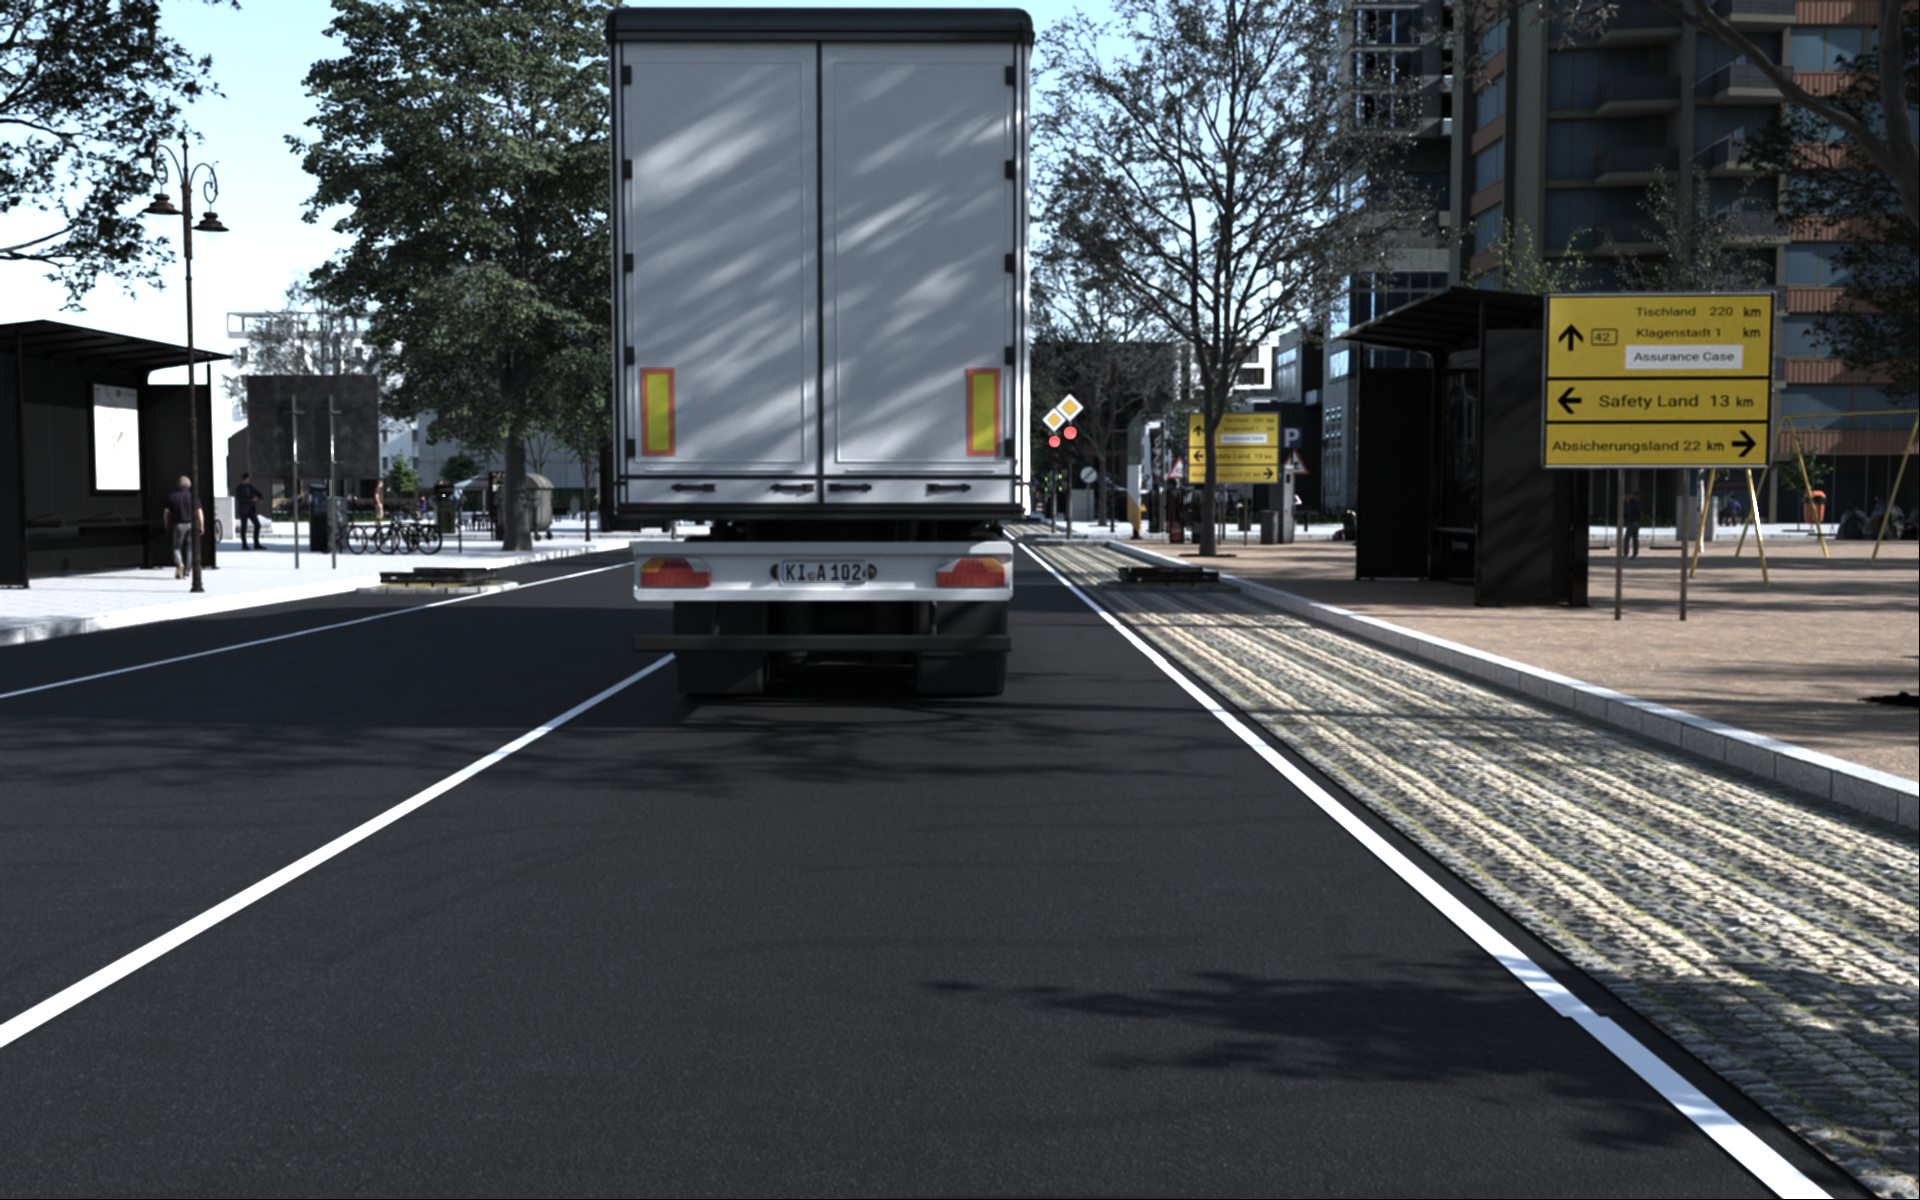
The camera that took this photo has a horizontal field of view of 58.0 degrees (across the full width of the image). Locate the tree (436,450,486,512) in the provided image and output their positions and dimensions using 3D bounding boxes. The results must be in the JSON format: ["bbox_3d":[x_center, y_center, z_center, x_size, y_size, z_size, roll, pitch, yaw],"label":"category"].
[{"bbox_3d":[-36.352,-8.702,125.985,4.285,4.588,4.351,0,3,0],"label":"tree"}]

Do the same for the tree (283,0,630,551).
[{"bbox_3d":[-9.938,-8.086,38.866,9.857,13.997,8.962,0,3,0],"label":"tree"}]

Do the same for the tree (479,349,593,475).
[{"bbox_3d":[-27.437,-11.425,112.558,9.928,11.665,9.643,0,3,0],"label":"tree"}]

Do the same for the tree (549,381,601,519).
[{"bbox_3d":[-19.464,-8.533,89.875,4.737,8.622,4.395,0,3,0],"label":"tree"}]

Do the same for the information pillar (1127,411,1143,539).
[{"bbox_3d":[4.958,-3.538,49.194,0.183,3.616,0.504,-3,4,-38],"label":"information pillar"}]

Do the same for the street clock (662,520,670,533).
[{"bbox_3d":[-9.824,-3.255,57.782,0.358,2.002,0.471,3,4,38],"label":"street clock"}]

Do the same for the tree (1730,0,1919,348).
[{"bbox_3d":[16.444,-5.598,25.946,8.767,10.594,7.601,0,4,2],"label":"tree"}]

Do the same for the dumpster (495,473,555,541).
[{"bbox_3d":[-11.989,-2.565,47.693,1.264,1.857,1.865,0,3,0],"label":"dumpster"}]

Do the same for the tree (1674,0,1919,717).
[{"bbox_3d":[5.875,-6.084,9.839,12.009,13.543,11.850,0,3,0],"label":"tree"}]

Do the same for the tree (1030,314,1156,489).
[{"bbox_3d":[5.716,-9.382,87.806,8.767,10.594,7.601,0,4,-5],"label":"tree"}]

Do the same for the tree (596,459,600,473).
[{"bbox_3d":[-24.692,-8.662,125.340,4.285,4.588,4.351,0,3,0],"label":"tree"}]

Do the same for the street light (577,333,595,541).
[{"bbox_3d":[-10.109,-4.531,46.874,0.468,5.910,1.993,0,3,0],"label":"street light"}]

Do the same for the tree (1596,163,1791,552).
[{"bbox_3d":[16.045,-5.345,37.759,4.360,8.622,3.978,0,3,0],"label":"tree"}]

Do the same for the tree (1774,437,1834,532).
[{"bbox_3d":[28.577,-3.945,59.106,1.663,3.219,1.824,0,3,0],"label":"tree"}]

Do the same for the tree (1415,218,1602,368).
[{"bbox_3d":[15.006,-5.816,45.458,4.737,8.622,4.395,0,3,0],"label":"tree"}]

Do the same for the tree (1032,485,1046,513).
[{"bbox_3d":[5.630,-7.676,120.106,1.663,3.219,1.824,0,3,0],"label":"tree"}]

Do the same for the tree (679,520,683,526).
[{"bbox_3d":[-10.915,-7.247,68.850,4.360,8.622,3.978,0,3,0],"label":"tree"}]

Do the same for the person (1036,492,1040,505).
[{"bbox_3d":[9.042,-12.172,205.730,1.217,1.739,0.721,-3,5,-44],"label":"person"}]

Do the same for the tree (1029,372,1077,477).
[{"bbox_3d":[6.173,-14.089,148.488,7.486,12.596,7.792,0,3,0],"label":"tree"}]

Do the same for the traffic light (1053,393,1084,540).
[{"bbox_3d":[3.042,-3.640,48.434,0.839,4.253,0.868,0,3,0],"label":"traffic light"}]

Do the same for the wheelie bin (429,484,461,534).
[{"bbox_3d":[-16.587,-2.932,55.849,0.980,1.594,0.693,-2,4,-31],"label":"wheelie bin"}]

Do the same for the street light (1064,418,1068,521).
[{"bbox_3d":[5.052,-6.710,82.490,0.468,5.910,1.993,0,3,0],"label":"street light"}]

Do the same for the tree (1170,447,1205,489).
[{"bbox_3d":[14.232,-7.409,104.848,4.285,4.588,4.351,0,3,0],"label":"tree"}]

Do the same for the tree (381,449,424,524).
[{"bbox_3d":[-23.817,-4.844,73.801,1.663,3.219,1.824,0,3,0],"label":"tree"}]

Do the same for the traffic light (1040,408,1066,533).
[{"bbox_3d":[3.042,-4.128,56.419,0.839,4.253,0.868,0,3,0],"label":"traffic light"}]

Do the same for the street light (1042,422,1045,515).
[{"bbox_3d":[5.154,-8.200,106.852,0.468,5.910,1.993,0,3,0],"label":"street light"}]

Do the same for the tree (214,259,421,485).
[{"bbox_3d":[-33.566,-11.049,91.017,12.009,13.543,11.850,0,3,0],"label":"tree"}]

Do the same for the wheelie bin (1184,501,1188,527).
[{"bbox_3d":[8.841,-3.599,66.753,0.693,1.594,0.980,1,4,20],"label":"wheelie bin"}]

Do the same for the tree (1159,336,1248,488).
[{"bbox_3d":[11.349,-7.887,79.311,4.737,8.622,4.395,0,3,0],"label":"tree"}]

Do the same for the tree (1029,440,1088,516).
[{"bbox_3d":[5.658,-7.113,100.006,4.285,4.588,4.351,0,3,0],"label":"tree"}]

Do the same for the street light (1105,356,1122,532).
[{"bbox_3d":[5.132,-5.220,58.128,0.468,5.910,1.993,0,3,0],"label":"street light"}]

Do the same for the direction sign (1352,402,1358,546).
[{"bbox_3d":[9.900,-3.108,42.806,0.379,3.537,0.876,2,4,32],"label":"direction sign"}]

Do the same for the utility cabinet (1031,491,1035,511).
[{"bbox_3d":[5.078,-7.264,127.448,0.318,1.500,1.173,-3,5,-40],"label":"utility cabinet"}]

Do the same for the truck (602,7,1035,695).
[{"bbox_3d":[-0.854,-1.633,15.618,2.839,4.237,11.283,0,4,0],"label":"truck"}]

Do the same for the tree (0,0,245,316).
[{"bbox_3d":[-10.570,-4.995,16.073,7.601,10.594,8.767,0,4,-7],"label":"tree"}]

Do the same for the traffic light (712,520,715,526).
[{"bbox_3d":[-7.999,-4.127,56.404,0.839,4.253,0.868,0,3,0],"label":"traffic light"}]

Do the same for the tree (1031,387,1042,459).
[{"bbox_3d":[5.620,-14.645,165.196,9.928,11.665,9.643,0,3,0],"label":"tree"}]

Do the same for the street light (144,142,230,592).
[{"bbox_3d":[-9.994,-3.041,22.512,0.468,5.910,1.993,0,3,0],"label":"street light"}]

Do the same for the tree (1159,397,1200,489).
[{"bbox_3d":[16.549,-10.909,128.720,4.360,8.622,3.978,0,3,0],"label":"tree"}]

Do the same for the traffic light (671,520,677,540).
[{"bbox_3d":[-7.999,-3.639,48.419,0.839,4.253,0.868,0,3,0],"label":"traffic light"}]

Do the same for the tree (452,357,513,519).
[{"bbox_3d":[-24.396,-8.461,88.707,4.737,8.622,4.395,0,3,0],"label":"tree"}]

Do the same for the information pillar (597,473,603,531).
[{"bbox_3d":[-12.382,-3.397,60.028,0.304,2.012,0.304,-3,4,-36],"label":"information pillar"}]
